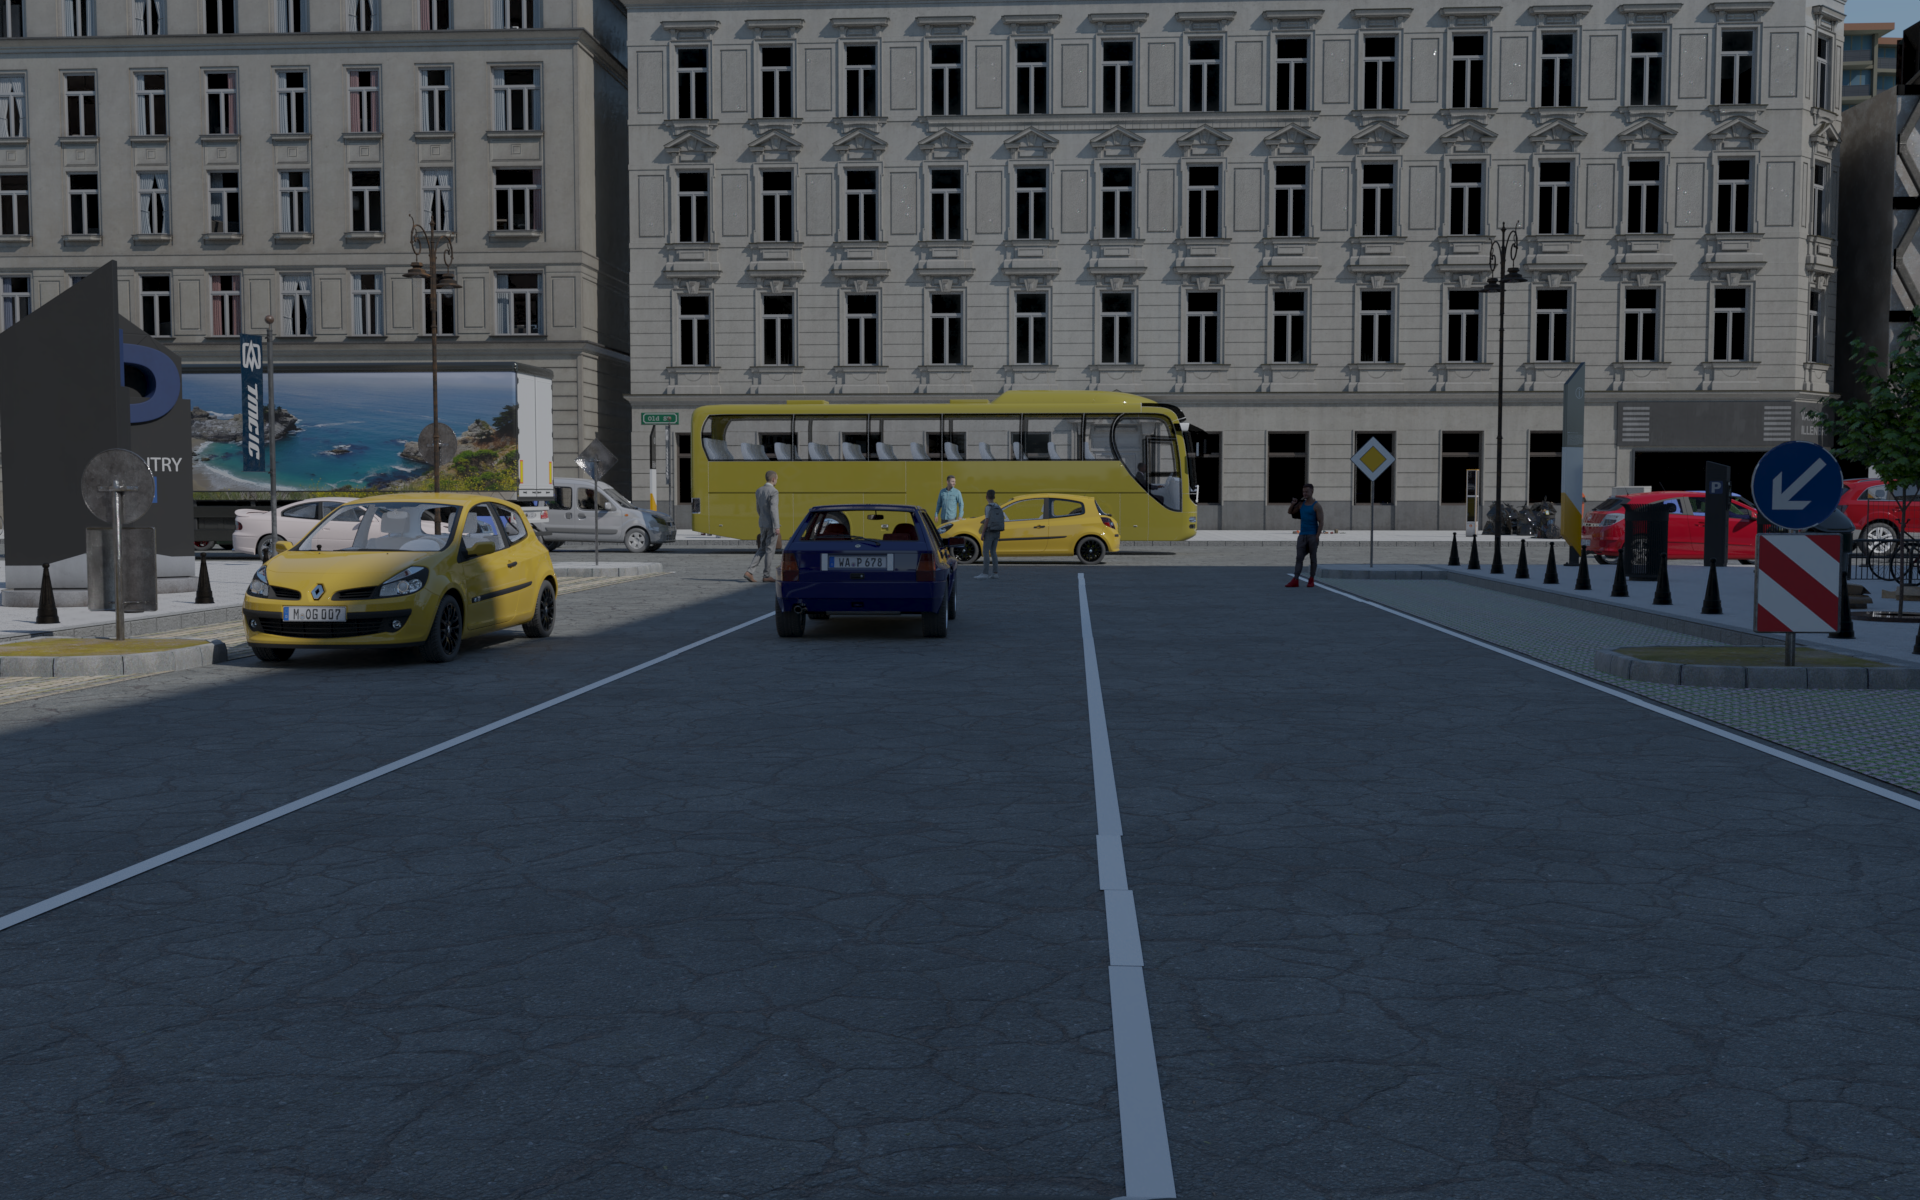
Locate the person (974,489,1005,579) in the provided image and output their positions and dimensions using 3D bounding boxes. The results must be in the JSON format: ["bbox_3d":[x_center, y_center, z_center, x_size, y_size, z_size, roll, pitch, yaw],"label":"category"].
[{"bbox_3d":[0.511,-1.116,29.336,0.523,1.515,0.503,0,4,7],"label":"person"}]

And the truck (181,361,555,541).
[{"bbox_3d":[-14.827,-3.023,38.346,11.283,4.237,2.839,0,4,5],"label":"truck"}]

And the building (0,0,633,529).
[{"bbox_3d":[-27.057,-14.409,68.871,30.059,22.955,16.112,0,4,4],"label":"building"}]

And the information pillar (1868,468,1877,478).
[{"bbox_3d":[26.815,-3.622,50.574,0.504,3.616,0.183,1,4,20],"label":"information pillar"}]

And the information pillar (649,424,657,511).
[{"bbox_3d":[-10.287,-4.081,58.072,0.183,3.616,0.504,0,4,6],"label":"information pillar"}]

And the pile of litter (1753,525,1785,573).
[{"bbox_3d":[13.445,-0.848,27.830,1.176,0.858,1.719,1,4,10],"label":"pile of litter"}]

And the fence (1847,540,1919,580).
[{"bbox_3d":[12.207,-0.446,22.667,2.069,0.683,0.278,0,4,6],"label":"fence"}]

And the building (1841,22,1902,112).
[{"bbox_3d":[74.667,-31.118,163.408,28.867,44.769,22.147,0,4,4],"label":"building"}]

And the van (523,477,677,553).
[{"bbox_3d":[-9.102,-2.196,42.911,4.112,2.044,2.013,0,4,3],"label":"van"}]

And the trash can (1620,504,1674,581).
[{"bbox_3d":[10.161,-0.856,25.651,0.748,1.137,0.748,0,3,0],"label":"trash can"}]

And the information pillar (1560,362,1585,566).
[{"bbox_3d":[10.860,-2.405,30.678,0.504,3.616,0.183,-2,4,-32],"label":"information pillar"}]

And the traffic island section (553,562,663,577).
[{"bbox_3d":[-6.554,-0.543,31.164,2.009,0.180,2.903,0,4,4],"label":"traffic island section"}]

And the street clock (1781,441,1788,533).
[{"bbox_3d":[11.416,-1.177,23.817,0.471,2.002,0.358,3,5,42],"label":"street clock"}]

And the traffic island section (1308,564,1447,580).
[{"bbox_3d":[7.209,-0.489,30.276,2.009,0.180,2.903,0,4,4],"label":"traffic island section"}]

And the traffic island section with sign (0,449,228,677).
[{"bbox_3d":[-7.304,-0.354,14.421,1.989,1.847,2.006,0,4,4],"label":"traffic island section with sign"}]

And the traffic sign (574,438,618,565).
[{"bbox_3d":[-6.530,-1.679,31.101,0.795,2.450,0.064,0,4,4],"label":"traffic sign"}]

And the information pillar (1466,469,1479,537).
[{"bbox_3d":[15.330,-2.895,51.825,0.304,2.012,0.304,2,4,29],"label":"information pillar"}]

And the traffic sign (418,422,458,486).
[{"bbox_3d":[-9.277,-1.874,30.742,0.768,2.556,0.104,1,4,12],"label":"traffic sign"}]

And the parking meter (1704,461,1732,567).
[{"bbox_3d":[13.403,-1.524,30.626,0.399,1.863,0.255,3,4,37],"label":"parking meter"}]

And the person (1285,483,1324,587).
[{"bbox_3d":[5.296,-1.000,26.722,0.647,1.594,0.662,3,4,36],"label":"person"}]

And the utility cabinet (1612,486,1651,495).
[{"bbox_3d":[19.212,-2.505,49.629,0.318,1.500,1.173,-2,4,-26],"label":"utility cabinet"}]

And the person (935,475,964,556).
[{"bbox_3d":[-0.177,-1.792,37.657,0.638,1.841,0.748,3,4,36],"label":"person"}]

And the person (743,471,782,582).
[{"bbox_3d":[-3.108,-1.194,28.141,0.709,1.813,0.853,3,5,44],"label":"person"}]

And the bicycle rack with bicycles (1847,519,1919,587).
[{"bbox_3d":[14.228,-0.693,24.708,2.925,0.926,2.852,0,4,3],"label":"bicycle rack with bicycles"}]

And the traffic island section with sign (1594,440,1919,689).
[{"bbox_3d":[6.143,-0.305,13.612,1.989,1.847,2.006,0,4,4],"label":"traffic island section with sign"}]

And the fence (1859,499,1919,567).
[{"bbox_3d":[16.869,-1.148,29.967,2.264,1.192,0.480,3,4,36],"label":"fence"}]

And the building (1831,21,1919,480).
[{"bbox_3d":[40.799,-12.088,65.097,16.811,18.784,16.820,0,4,4],"label":"building"}]

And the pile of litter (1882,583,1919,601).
[{"bbox_3d":[11.823,-0.415,20.757,1.176,0.858,1.719,0,4,6],"label":"pile of litter"}]

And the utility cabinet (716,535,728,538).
[{"bbox_3d":[-6.939,-2.408,50.534,0.306,1.237,1.020,-1,4,-15],"label":"utility cabinet"}]

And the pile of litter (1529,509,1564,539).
[{"bbox_3d":[17.066,-2.192,49.799,1.176,0.858,1.719,0,4,-5],"label":"pile of litter"}]

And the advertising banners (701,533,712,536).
[{"bbox_3d":[-7.999,-3.529,53.894,0.090,3.025,2.074,-2,4,-23],"label":"advertising banners"}]

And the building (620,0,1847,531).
[{"bbox_3d":[10.077,-17.838,68.065,44.131,29.872,17.030,0,4,4],"label":"building"}]

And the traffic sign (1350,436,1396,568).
[{"bbox_3d":[7.185,-1.624,30.200,0.795,2.450,0.064,0,4,4],"label":"traffic sign"}]

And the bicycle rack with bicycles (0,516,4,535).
[{"bbox_3d":[-29.611,-2.460,53.605,2.852,0.926,2.925,0,4,-1],"label":"bicycle rack with bicycles"}]

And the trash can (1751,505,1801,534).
[{"bbox_3d":[10.667,-0.662,22.480,0.748,1.137,0.748,0,3,0],"label":"trash can"}]
